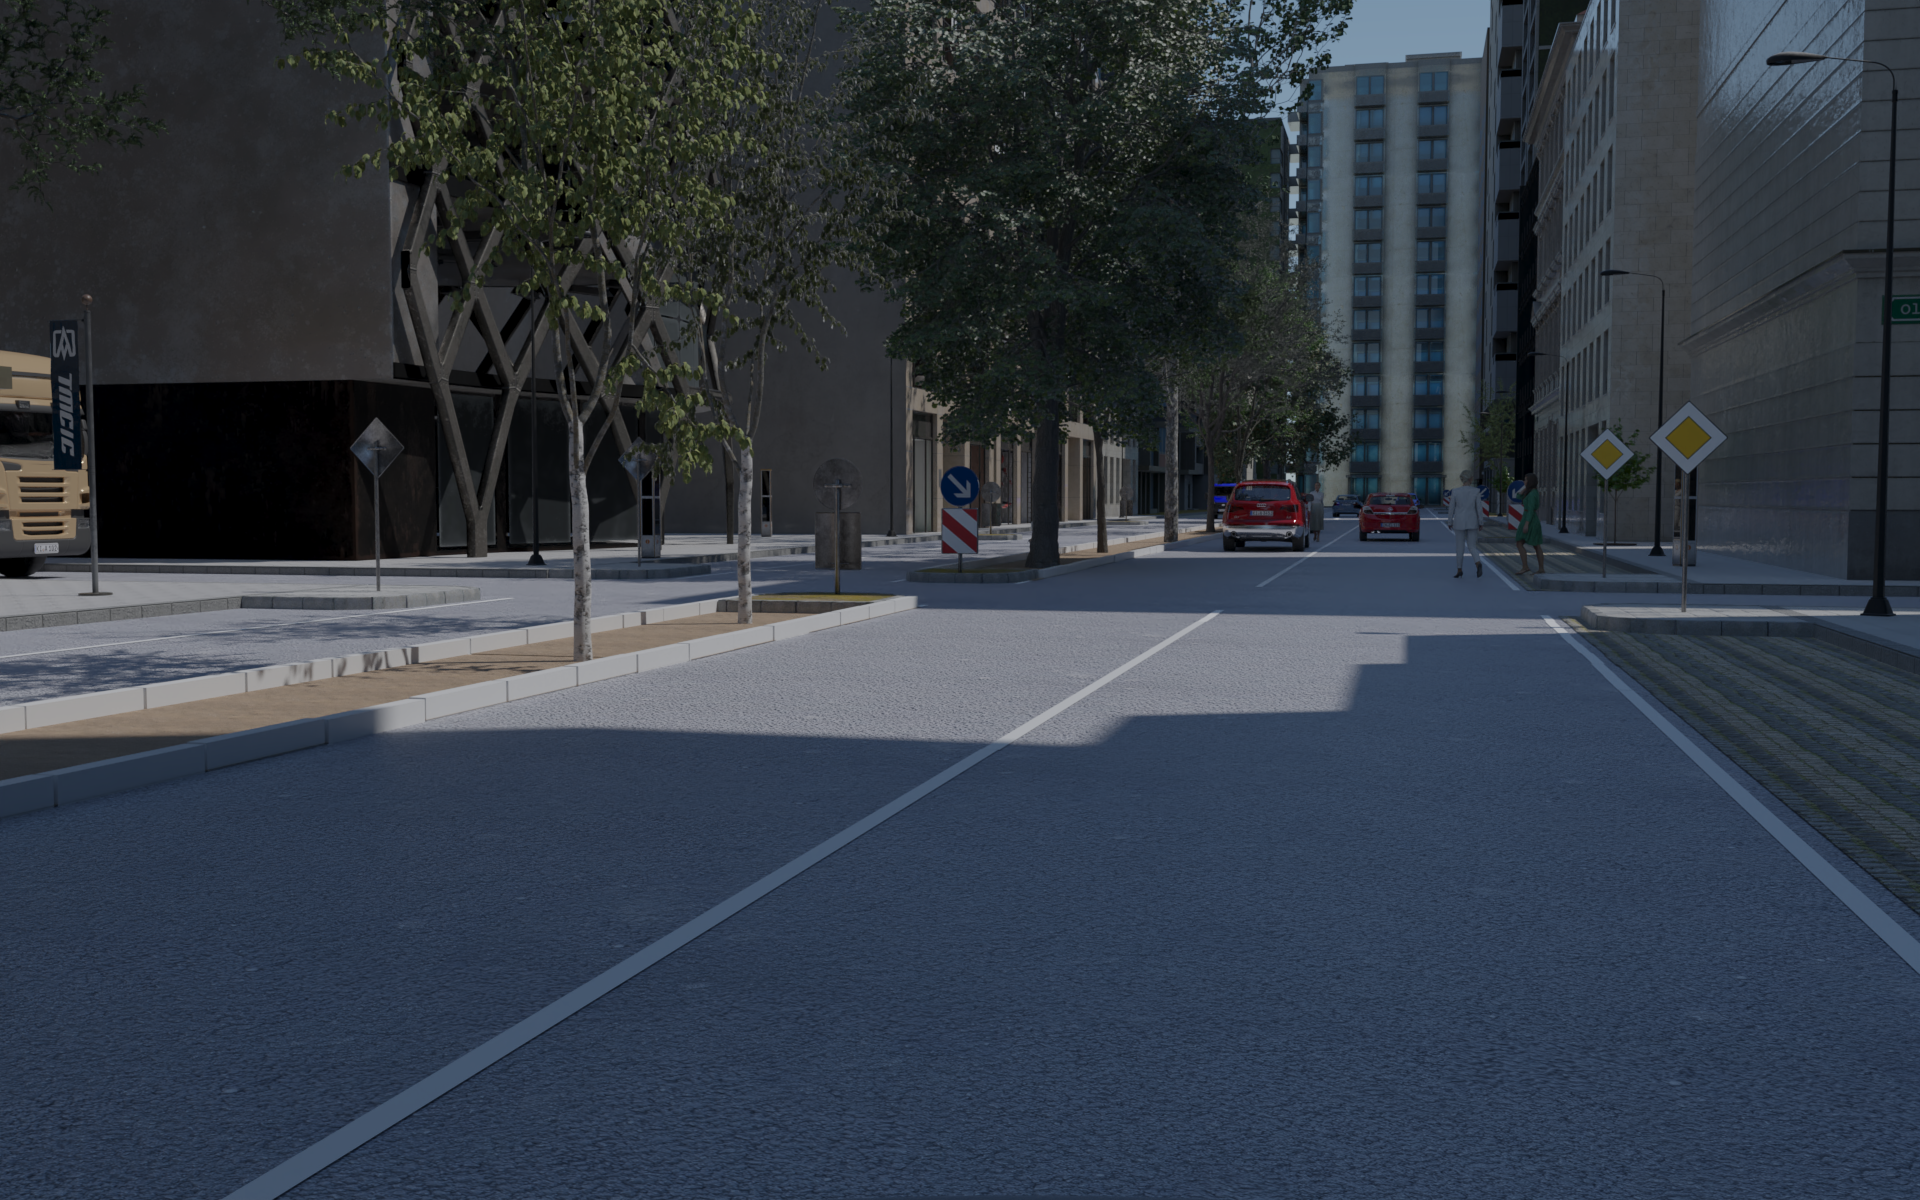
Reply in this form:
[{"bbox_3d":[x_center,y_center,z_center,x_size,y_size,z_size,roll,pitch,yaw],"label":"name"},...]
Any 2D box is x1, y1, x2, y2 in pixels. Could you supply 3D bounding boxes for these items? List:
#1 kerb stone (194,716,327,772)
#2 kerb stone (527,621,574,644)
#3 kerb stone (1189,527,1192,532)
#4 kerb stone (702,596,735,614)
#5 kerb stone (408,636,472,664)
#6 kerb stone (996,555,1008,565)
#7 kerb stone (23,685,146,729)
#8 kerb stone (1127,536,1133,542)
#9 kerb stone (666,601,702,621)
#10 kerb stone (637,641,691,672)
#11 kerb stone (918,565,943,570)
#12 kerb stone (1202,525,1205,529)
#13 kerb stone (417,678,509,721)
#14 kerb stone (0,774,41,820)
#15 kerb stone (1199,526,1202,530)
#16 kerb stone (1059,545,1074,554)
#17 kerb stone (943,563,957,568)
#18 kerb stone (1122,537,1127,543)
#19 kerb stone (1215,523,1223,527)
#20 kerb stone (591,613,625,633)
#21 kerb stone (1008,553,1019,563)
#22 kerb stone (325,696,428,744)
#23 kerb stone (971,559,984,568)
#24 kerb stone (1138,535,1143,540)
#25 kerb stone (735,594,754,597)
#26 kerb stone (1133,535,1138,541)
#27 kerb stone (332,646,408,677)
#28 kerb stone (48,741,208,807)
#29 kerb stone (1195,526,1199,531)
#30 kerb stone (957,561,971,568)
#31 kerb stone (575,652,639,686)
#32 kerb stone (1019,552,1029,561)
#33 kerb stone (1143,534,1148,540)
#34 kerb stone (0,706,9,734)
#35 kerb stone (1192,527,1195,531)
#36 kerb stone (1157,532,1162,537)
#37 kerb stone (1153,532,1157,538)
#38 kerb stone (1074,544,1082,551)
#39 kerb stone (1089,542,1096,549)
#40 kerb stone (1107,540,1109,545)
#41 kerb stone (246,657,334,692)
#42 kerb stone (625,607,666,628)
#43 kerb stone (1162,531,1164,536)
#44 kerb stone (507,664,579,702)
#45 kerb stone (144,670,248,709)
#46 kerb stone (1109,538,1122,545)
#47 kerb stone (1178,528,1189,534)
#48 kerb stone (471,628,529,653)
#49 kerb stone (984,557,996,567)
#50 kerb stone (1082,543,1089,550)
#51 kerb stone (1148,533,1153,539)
[{"bbox_3d":[-3.813,0.781,9.427,0.120,0.150,1.000,1,4,15],"label":"kerb stone"},{"bbox_3d":[-4.028,0.322,16.932,0.120,0.150,1.000,1,4,15],"label":"kerb stone"},{"bbox_3d":[8.513,-2.617,65.081,0.120,0.150,1.000,1,4,15],"label":"kerb stone"},{"bbox_3d":[-2.992,0.080,20.892,0.120,0.150,1.000,1,4,15],"label":"kerb stone"},{"bbox_3d":[-4.545,0.448,14.940,0.120,0.150,1.000,1,4,15],"label":"kerb stone"},{"bbox_3d":[0.756,-0.800,35.282,0.120,0.150,1.000,1,4,15],"label":"kerb stone"},{"bbox_3d":[-5.581,0.686,10.980,0.120,0.150,1.000,1,4,15],"label":"kerb stone"},{"bbox_3d":[4.901,-1.772,51.163,0.120,0.150,1.000,1,4,15],"label":"kerb stone"},{"bbox_3d":[-3.250,0.140,19.901,0.120,0.150,1.000,1,4,15],"label":"kerb stone"},{"bbox_3d":[-2.513,0.480,14.394,0.120,0.150,1.000,1,4,15],"label":"kerb stone"},{"bbox_3d":[-0.539,-0.492,30.323,0.120,0.150,1.000,1,4,15],"label":"kerb stone"},{"bbox_3d":[9.544,-2.864,69.047,0.120,0.150,1.000,1,4,15],"label":"kerb stone"},{"bbox_3d":[-3.295,0.660,11.406,0.120,0.150,1.000,1,4,15],"label":"kerb stone"},{"bbox_3d":[-4.324,0.905,7.444,0.120,0.150,1.000,1,4,15],"label":"kerb stone"},{"bbox_3d":[9.279,-2.801,68.054,0.120,0.150,1.000,1,4,15],"label":"kerb stone"},{"bbox_3d":[2.555,-1.224,42.223,0.120,0.150,1.000,1,4,15],"label":"kerb stone"},{"bbox_3d":[-0.282,-0.556,31.313,0.120,0.150,1.000,1,4,15],"label":"kerb stone"},{"bbox_3d":[4.626,-1.711,50.174,0.120,0.150,1.000,1,4,15],"label":"kerb stone"},{"bbox_3d":[11.345,-3.289,76.000,0.120,0.150,1.000,1,4,15],"label":"kerb stone"},{"bbox_3d":[-3.768,0.264,17.921,0.120,0.150,1.000,1,4,15],"label":"kerb stone"},{"bbox_3d":[1.016,-0.858,36.270,0.120,0.150,1.000,1,4,15],"label":"kerb stone"},{"bbox_3d":[-3.546,0.728,10.414,0.120,0.150,1.000,1,4,15],"label":"kerb stone"},{"bbox_3d":[0.238,-0.679,33.294,0.120,0.150,1.000,1,4,15],"label":"kerb stone"},{"bbox_3d":[5.410,-1.891,53.149,0.120,0.150,1.000,1,4,15],"label":"kerb stone"},{"bbox_3d":[-2.737,0.022,21.882,0.120,0.150,1.000,1,4,15],"label":"kerb stone"},{"bbox_3d":[5.147,-1.832,52.156,0.120,0.150,1.000,1,4,15],"label":"kerb stone"},{"bbox_3d":[-4.798,0.504,13.950,0.120,0.150,1.000,1,4,15],"label":"kerb stone"},{"bbox_3d":[-4.065,0.846,8.433,0.120,0.150,1.000,1,4,15],"label":"kerb stone"},{"bbox_3d":[9.025,-2.742,67.063,0.120,0.150,1.000,1,4,15],"label":"kerb stone"},{"bbox_3d":[-0.023,-0.618,32.306,0.120,0.150,1.000,1,4,15],"label":"kerb stone"},{"bbox_3d":[-2.776,0.538,13.403,0.120,0.150,1.000,1,4,15],"label":"kerb stone"},{"bbox_3d":[1.265,-0.922,37.267,0.120,0.150,1.000,1,4,15],"label":"kerb stone"},{"bbox_3d":[5.663,-1.954,54.139,0.120,0.150,1.000,1,4,15],"label":"kerb stone"},{"bbox_3d":[-5.831,0.747,9.989,0.120,0.150,1.000,1,4,15],"label":"kerb stone"},{"bbox_3d":[8.766,-2.684,66.074,0.120,0.150,1.000,1,4,15],"label":"kerb stone"},{"bbox_3d":[6.434,-2.136,57.115,0.120,0.150,1.000,1,4,15],"label":"kerb stone"},{"bbox_3d":[6.184,-2.075,56.124,0.120,0.150,1.000,1,4,15],"label":"kerb stone"},{"bbox_3d":[2.818,-1.283,43.216,0.120,0.150,1.000,1,4,15],"label":"kerb stone"},{"bbox_3d":[3.331,-1.407,45.201,0.120,0.150,1.000,1,4,15],"label":"kerb stone"},{"bbox_3d":[3.855,-1.526,47.185,0.120,0.150,1.000,1,4,15],"label":"kerb stone"},{"bbox_3d":[-5.058,0.565,12.959,0.120,0.150,1.000,1,4,15],"label":"kerb stone"},{"bbox_3d":[-3.503,0.201,18.911,0.120,0.150,1.000,1,4,15],"label":"kerb stone"},{"bbox_3d":[6.697,-2.197,58.110,0.120,0.150,1.000,1,4,15],"label":"kerb stone"},{"bbox_3d":[-3.036,0.601,12.405,0.120,0.150,1.000,1,4,15],"label":"kerb stone"},{"bbox_3d":[-5.317,0.626,11.967,0.120,0.150,1.000,1,4,15],"label":"kerb stone"},{"bbox_3d":[4.380,-1.644,49.181,0.120,0.150,1.000,1,4,15],"label":"kerb stone"},{"bbox_3d":[8.248,-2.562,64.080,0.120,0.150,1.000,1,4,15],"label":"kerb stone"},{"bbox_3d":[-4.292,0.387,15.944,0.120,0.150,1.000,1,4,15],"label":"kerb stone"},{"bbox_3d":[0.493,-0.738,34.284,0.120,0.150,1.000,1,4,15],"label":"kerb stone"},{"bbox_3d":[3.074,-1.342,44.206,0.120,0.150,1.000,1,4,15],"label":"kerb stone"},{"bbox_3d":[5.926,-2.012,55.129,0.120,0.150,1.000,1,4,15],"label":"kerb stone"}]
